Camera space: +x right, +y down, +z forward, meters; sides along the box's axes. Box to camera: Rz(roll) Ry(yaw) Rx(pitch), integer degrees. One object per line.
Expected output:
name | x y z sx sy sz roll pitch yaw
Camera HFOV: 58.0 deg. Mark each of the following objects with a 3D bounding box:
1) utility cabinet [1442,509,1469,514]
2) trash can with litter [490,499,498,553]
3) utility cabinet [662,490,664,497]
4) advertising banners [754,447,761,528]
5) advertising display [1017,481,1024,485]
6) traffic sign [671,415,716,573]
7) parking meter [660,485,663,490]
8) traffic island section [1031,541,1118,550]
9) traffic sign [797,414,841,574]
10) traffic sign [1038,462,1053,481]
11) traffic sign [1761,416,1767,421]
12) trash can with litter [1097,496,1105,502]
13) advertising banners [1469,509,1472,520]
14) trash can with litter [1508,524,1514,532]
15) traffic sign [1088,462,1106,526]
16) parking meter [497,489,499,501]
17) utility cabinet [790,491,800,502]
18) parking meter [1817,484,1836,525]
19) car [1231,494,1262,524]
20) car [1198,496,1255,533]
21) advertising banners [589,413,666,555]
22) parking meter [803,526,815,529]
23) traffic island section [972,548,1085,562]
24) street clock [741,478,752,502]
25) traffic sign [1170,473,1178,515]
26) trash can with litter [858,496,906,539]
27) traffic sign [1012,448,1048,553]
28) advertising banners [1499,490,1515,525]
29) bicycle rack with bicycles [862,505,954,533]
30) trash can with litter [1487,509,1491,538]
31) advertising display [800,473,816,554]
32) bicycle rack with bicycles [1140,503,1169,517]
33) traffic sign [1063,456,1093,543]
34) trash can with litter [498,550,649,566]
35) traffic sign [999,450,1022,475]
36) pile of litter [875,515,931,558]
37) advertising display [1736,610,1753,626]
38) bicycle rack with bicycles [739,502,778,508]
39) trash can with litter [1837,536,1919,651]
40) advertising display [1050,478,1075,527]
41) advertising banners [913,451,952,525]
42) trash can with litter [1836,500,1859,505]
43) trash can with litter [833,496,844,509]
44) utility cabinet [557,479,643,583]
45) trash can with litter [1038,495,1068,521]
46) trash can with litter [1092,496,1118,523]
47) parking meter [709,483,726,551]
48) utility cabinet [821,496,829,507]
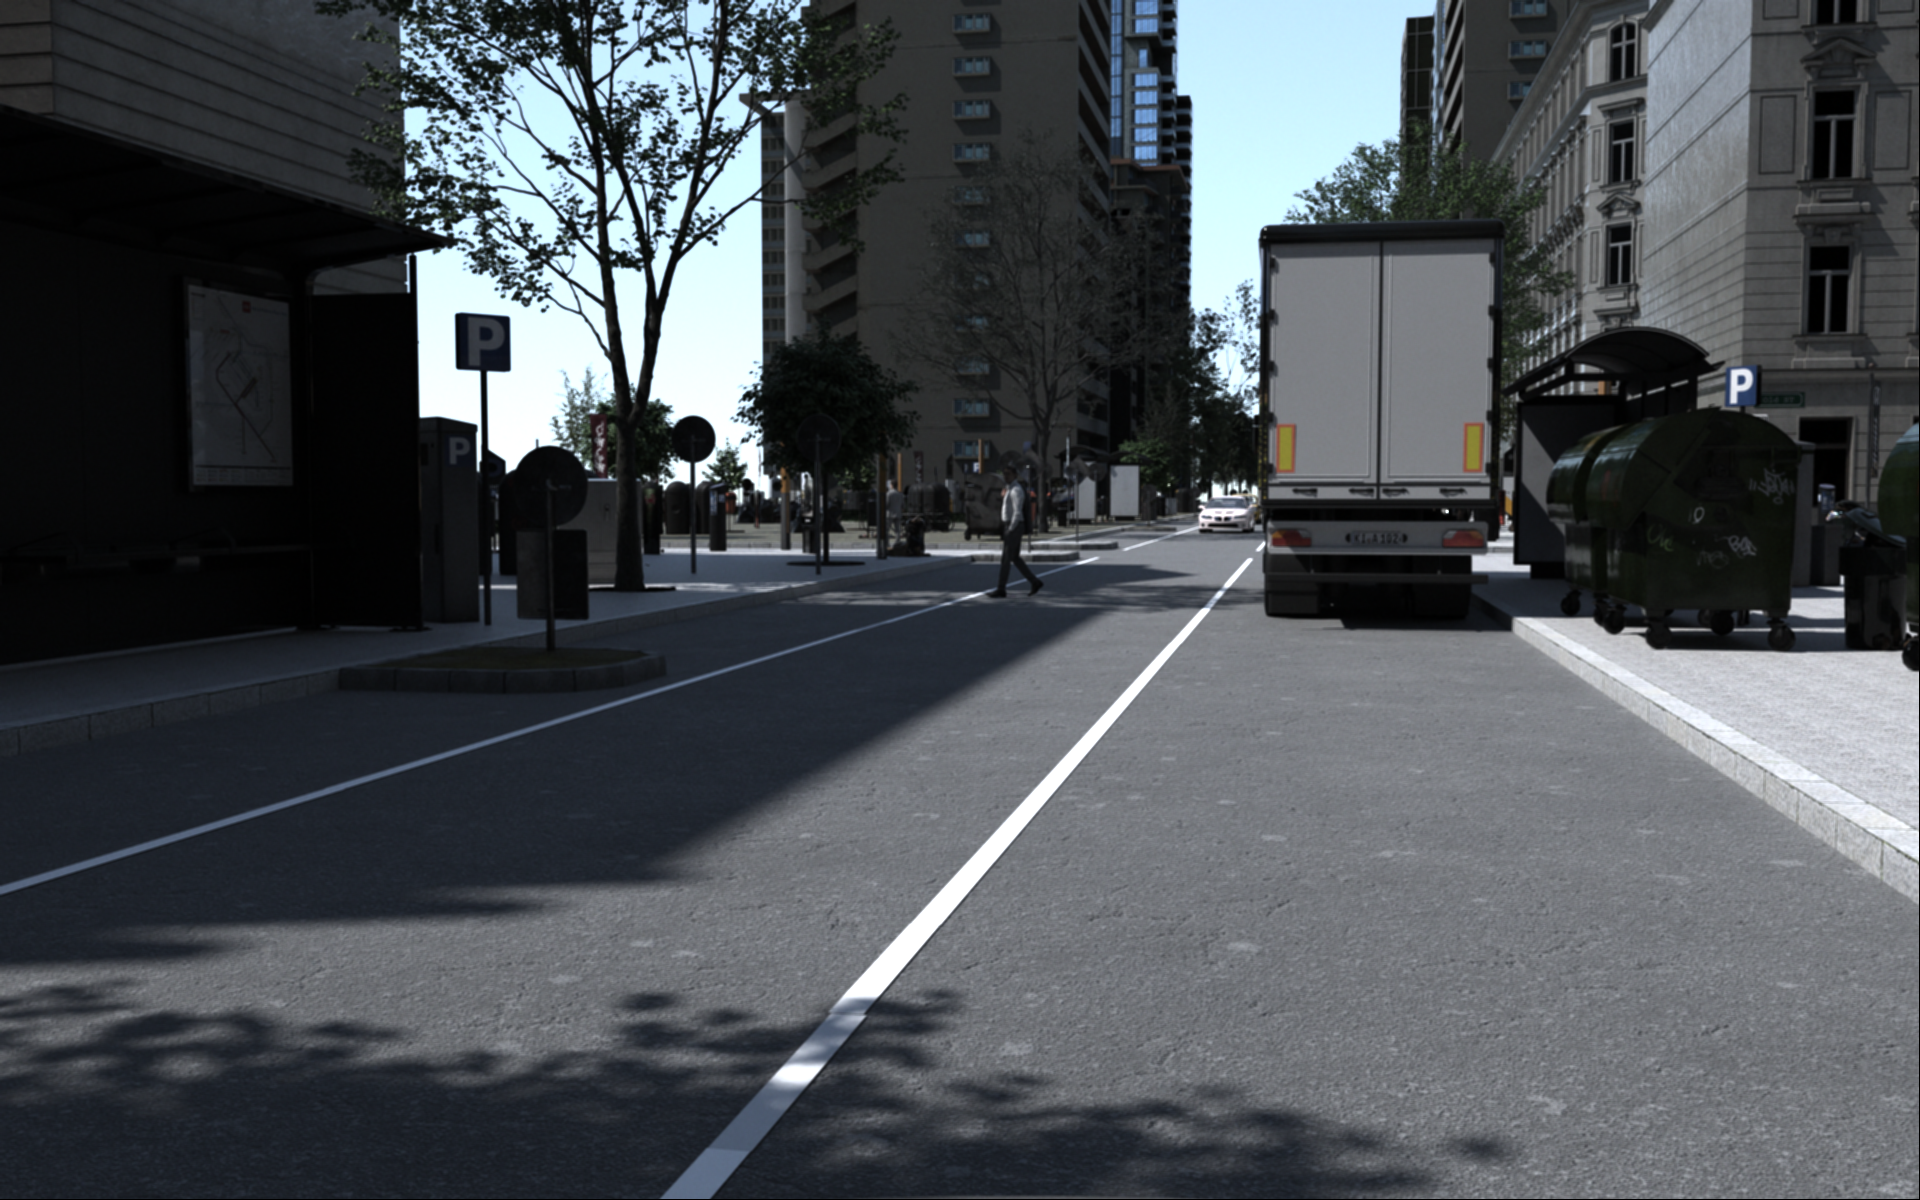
utility cabinet | 20.336 -3.825 71.214 0.318 1.500 1.173 -3 4 -36
trash can with litter | -10.110 -1.633 37.758 2.233 1.210 1.678 2 4 24
utility cabinet | -16.840 -5.610 100.399 1.173 1.500 0.318 0 4 5
advertising banners | -7.609 -4.212 65.048 0.090 3.025 2.074 -1 4 -12
advertising display | 3.243 -4.905 85.406 0.974 1.923 0.123 1 4 23
traffic sign | -4.326 -1.709 28.049 0.768 2.556 0.104 1 4 12
parking meter | -18.738 -6.263 108.114 0.399 1.863 0.255 2 4 34
traffic island section | 3.067 -1.428 45.631 2.009 0.180 2.903 1 4 11
traffic sign | -2.263 -1.681 27.595 0.768 2.556 0.104 1 4 20
traffic sign | 3.261 -4.146 67.892 0.768 2.556 0.104 1 4 21
traffic sign | 10.117 -1.244 22.462 0.606 2.300 0.079 1 4 14
trash can with litter | 9.078 -6.221 113.104 0.624 1.170 1.055 -2 4 -25
advertising banners | 24.314 -5.484 85.847 2.074 3.025 0.090 2 4 23
trash can with litter | 18.855 -2.879 58.460 0.624 1.170 1.055 -1 4 -14
traffic sign | 5.482 -4.265 69.833 0.768 2.556 0.104 1 4 18
parking meter | -18.677 -3.800 70.546 0.372 1.533 0.369 0 3 0
utility cabinet | -11.426 -6.761 119.218 1.173 1.500 0.318 3 4 38
parking meter | 21.143 -2.071 42.276 0.372 1.533 0.369 0 3 0
car | 13.587 -4.456 83.072 2.015 1.641 3.980 1 4 12
car | 10.019 -3.211 64.857 2.083 1.381 4.827 1 4 13
advertising banners | -7.171 -2.505 37.149 2.074 3.025 0.090 2 4 32
parking meter | -4.510 -2.643 51.620 0.372 1.533 0.369 0 3 0
traffic island section | 1.494 -0.949 37.801 2.009 0.180 2.903 1 4 11
street clock | -9.791 -4.583 79.508 0.471 2.002 0.358 -1 4 -12
traffic sign | 12.535 -6.312 103.204 0.884 2.594 0.081 1 4 19
trash can with litter | -2.099 -2.405 50.372 2.233 1.210 1.678 -3 5 -41
traffic sign | 1.518 -2.085 37.735 0.795 2.450 0.064 1 4 11
advertising banners | 22.202 -4.586 71.162 2.074 3.025 0.090 2 4 34
bicycle rack with bicycles | -1.487 -2.752 58.380 2.925 0.926 2.852 2 4 26
trash can with litter | 15.086 -2.369 50.127 0.624 1.170 1.055 -1 4 -17
advertising display | -3.240 -1.959 37.248 0.123 1.923 0.974 -1 4 -21
bicycle rack with bicycles | 10.219 -5.089 96.587 2.925 0.926 2.852 1 4 11
traffic sign | 3.091 -2.564 45.564 0.795 2.450 0.064 1 4 11
trash can with litter | -6.782 -1.215 30.916 2.233 1.210 1.678 2 4 32
traffic sign | 1.499 -3.087 50.585 0.768 2.556 0.104 1 4 12
pile of litter | -1.166 -1.339 35.863 1.176 0.858 1.719 0 4 5
advertising display | 7.800 -0.730 17.157 0.123 1.923 0.974 2 4 29
bicycle rack with bicycles | -10.932 -5.032 95.647 2.852 0.926 2.925 1 4 10
trash can with litter | 7.784 -0.172 14.194 0.624 1.170 1.055 -3 4 -37
advertising display | 4.035 -3.853 68.207 0.974 1.923 0.123 0 4 2
advertising banners | -1.130 -4.576 71.001 2.074 3.025 0.090 -3 5 -42
trash can with litter | 16.736 -1.277 32.259 1.055 1.170 0.624 -1 4 -22
trash can with litter | -6.670 -5.316 98.299 1.055 1.170 0.624 2 4 29
utility cabinet | -5.139 -0.980 24.695 1.173 1.500 0.318 -1 4 -16
trash can with litter | 4.189 -4.722 88.264 2.233 1.210 1.678 -2 4 -25
trash can with litter | 6.347 -4.140 78.739 1.678 1.210 2.233 2 4 26
parking meter | -5.450 -1.869 38.976 0.372 1.533 0.369 0 3 0
utility cabinet | -5.625 -3.575 69.616 0.306 1.237 1.020 -2 4 -29
